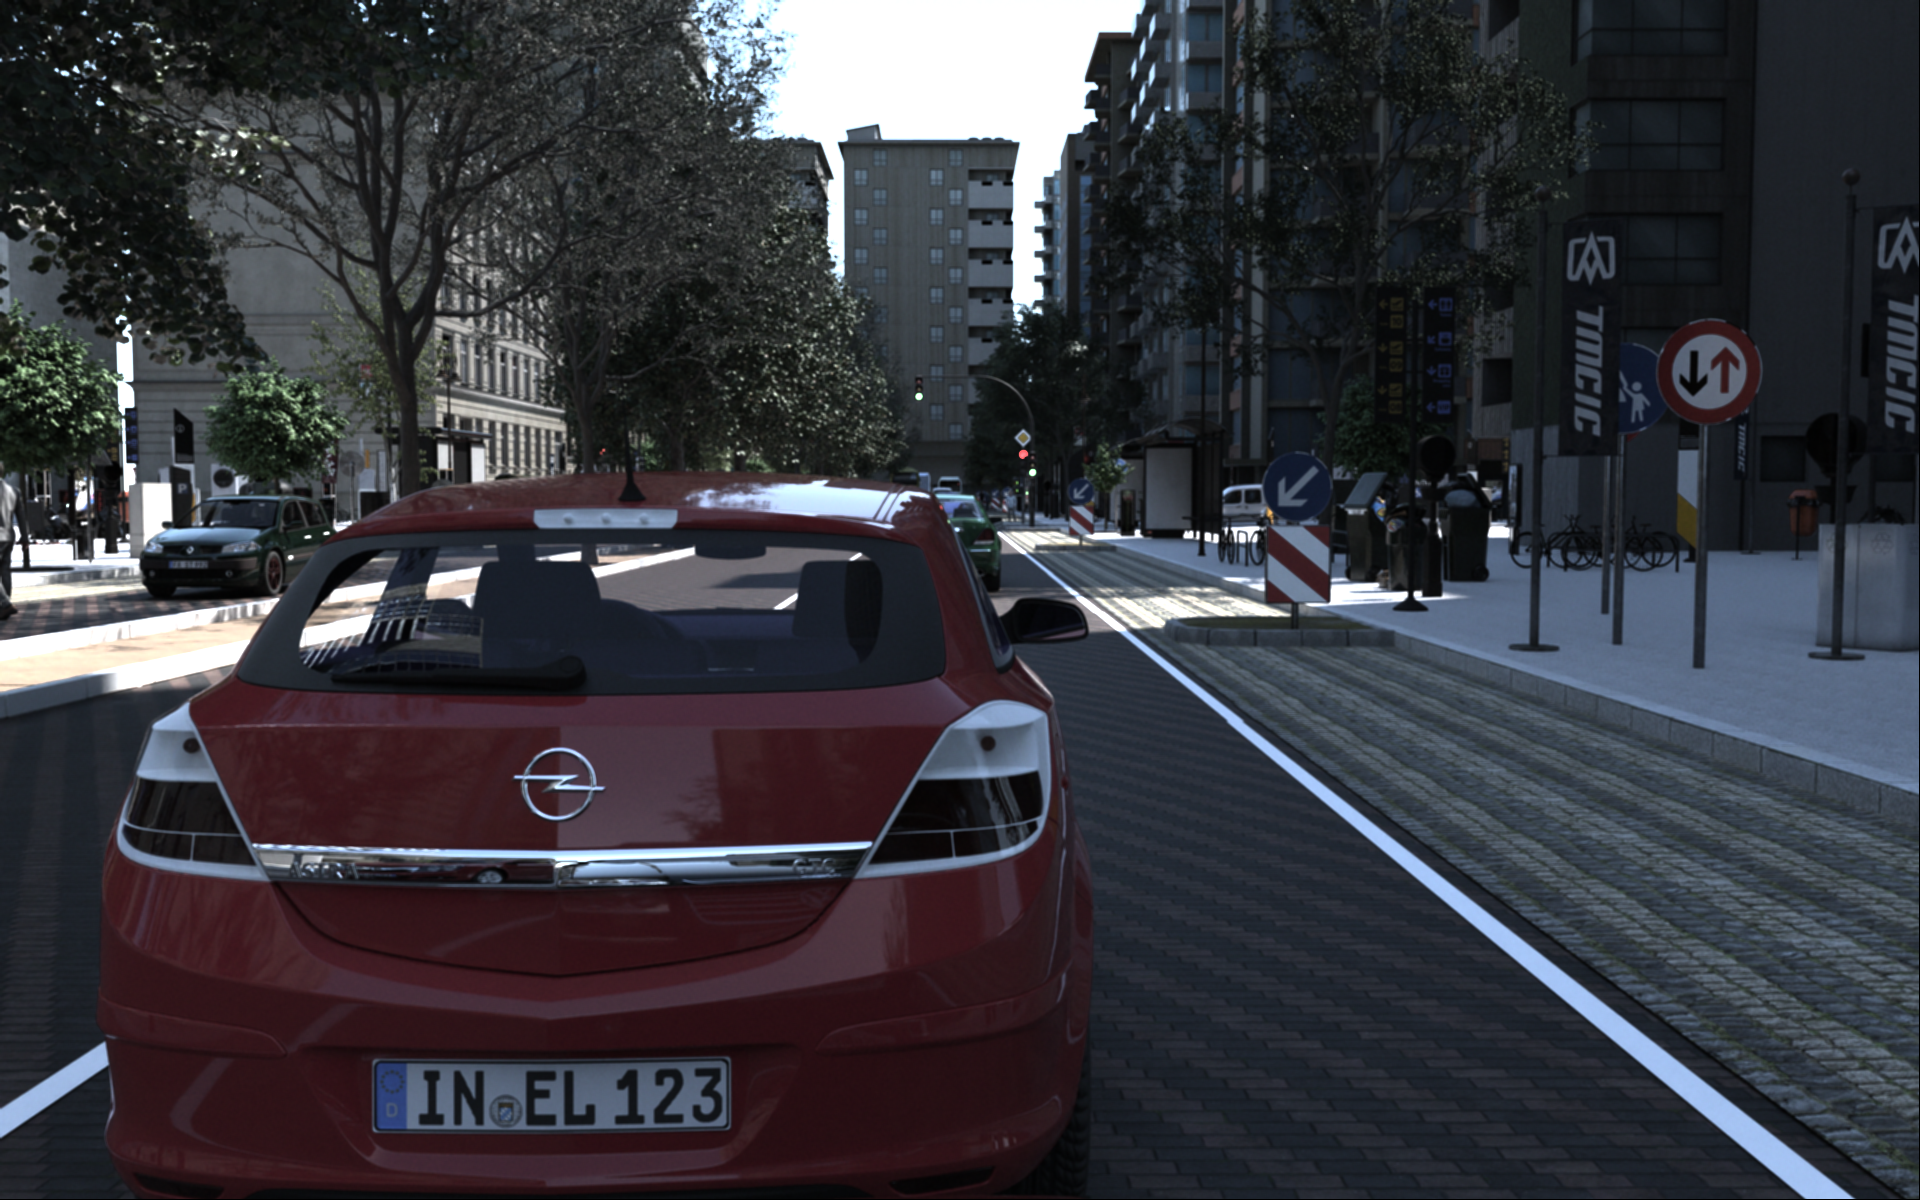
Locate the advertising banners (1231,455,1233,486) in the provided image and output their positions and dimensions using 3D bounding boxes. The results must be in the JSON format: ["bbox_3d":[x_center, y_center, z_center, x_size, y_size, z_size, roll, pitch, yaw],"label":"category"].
[{"bbox_3d":[12.231,-4.977,77.562,0.090,3.025,2.074,1,4,13],"label":"advertising banners"}]

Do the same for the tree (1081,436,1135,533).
[{"bbox_3d":[4.727,-3.850,57.552,1.663,3.219,1.824,0,3,0],"label":"tree"}]

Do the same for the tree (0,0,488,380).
[{"bbox_3d":[-6.993,-6.178,10.126,9.857,13.997,8.962,0,3,0],"label":"tree"}]

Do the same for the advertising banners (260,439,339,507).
[{"bbox_3d":[-16.644,-2.911,43.776,2.074,3.025,0.090,0,4,1],"label":"advertising banners"}]

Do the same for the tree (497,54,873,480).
[{"bbox_3d":[-7.399,-7.687,45.147,9.611,12.733,9.660,0,3,0],"label":"tree"}]

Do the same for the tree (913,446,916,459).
[{"bbox_3d":[-7.976,-12.444,122.927,9.611,12.733,9.660,0,3,0],"label":"tree"}]

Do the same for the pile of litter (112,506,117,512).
[{"bbox_3d":[-32.394,-3.180,65.951,1.176,0.858,1.719,3,5,44],"label":"pile of litter"}]

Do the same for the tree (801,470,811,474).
[{"bbox_3d":[-16.469,-12.955,195.521,4.285,4.588,4.351,0,3,0],"label":"tree"}]

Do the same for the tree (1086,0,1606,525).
[{"bbox_3d":[6.054,-5.775,28.827,8.767,10.594,7.601,1,4,14],"label":"tree"}]

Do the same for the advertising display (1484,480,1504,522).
[{"bbox_3d":[24.823,-4.607,80.544,0.123,1.923,0.974,-3,5,-39],"label":"advertising display"}]

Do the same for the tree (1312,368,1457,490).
[{"bbox_3d":[10.407,-3.598,42.537,4.285,4.588,4.351,0,3,0],"label":"tree"}]

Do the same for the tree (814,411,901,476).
[{"bbox_3d":[-7.696,-10.232,104.158,8.767,10.594,7.601,0,4,0],"label":"tree"}]

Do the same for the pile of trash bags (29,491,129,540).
[{"bbox_3d":[-24.969,-2.459,49.962,1.912,1.369,3.447,1,4,12],"label":"pile of trash bags"}]

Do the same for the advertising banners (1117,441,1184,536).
[{"bbox_3d":[5.847,-3.472,52.959,2.074,3.025,0.090,0,4,-8],"label":"advertising banners"}]

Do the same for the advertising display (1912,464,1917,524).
[{"bbox_3d":[20.722,-1.924,36.676,0.974,1.923,0.123,1,4,14],"label":"advertising display"}]

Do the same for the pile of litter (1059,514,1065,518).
[{"bbox_3d":[6.022,-4.897,94.033,1.176,0.858,1.719,-2,4,-26],"label":"pile of litter"}]

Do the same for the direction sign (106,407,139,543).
[{"bbox_3d":[-21.818,-3.250,45.140,0.876,3.537,0.379,0,4,4],"label":"direction sign"}]

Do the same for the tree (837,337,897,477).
[{"bbox_3d":[-7.774,-11.309,113.109,9.928,11.665,9.643,0,3,0],"label":"tree"}]

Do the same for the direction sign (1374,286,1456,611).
[{"bbox_3d":[4.971,-1.652,19.001,0.876,3.537,0.379,0,4,-2],"label":"direction sign"}]

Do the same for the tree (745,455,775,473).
[{"bbox_3d":[-16.709,-9.633,141.205,4.285,4.588,4.351,0,3,0],"label":"tree"}]

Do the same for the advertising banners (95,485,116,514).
[{"bbox_3d":[-27.766,-3.647,55.809,0.090,3.025,2.074,0,4,8],"label":"advertising banners"}]

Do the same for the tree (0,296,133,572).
[{"bbox_3d":[-15.760,-2.772,29.041,4.285,4.588,4.351,0,3,0],"label":"tree"}]

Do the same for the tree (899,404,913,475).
[{"bbox_3d":[-7.694,-10.761,95.403,9.611,12.733,9.660,0,3,0],"label":"tree"}]

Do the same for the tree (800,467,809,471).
[{"bbox_3d":[-16.289,-13.463,170.477,4.737,8.622,4.395,0,3,0],"label":"tree"}]

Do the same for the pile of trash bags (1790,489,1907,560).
[{"bbox_3d":[17.448,-1.414,32.879,1.912,1.369,3.447,-3,5,-41],"label":"pile of trash bags"}]

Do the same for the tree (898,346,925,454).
[{"bbox_3d":[-7.422,-10.159,78.929,12.009,13.543,11.850,0,3,0],"label":"tree"}]

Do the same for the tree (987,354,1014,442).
[{"bbox_3d":[5.214,-9.034,82.114,8.767,10.594,7.601,1,4,11],"label":"tree"}]

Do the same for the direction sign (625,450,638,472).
[{"bbox_3d":[-16.846,-5.920,88.796,0.876,3.537,0.379,2,4,31],"label":"direction sign"}]

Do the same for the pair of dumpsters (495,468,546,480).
[{"bbox_3d":[-16.126,-3.744,63.708,1.574,2.255,4.437,0,4,0],"label":"pair of dumpsters"}]

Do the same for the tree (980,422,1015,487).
[{"bbox_3d":[4.894,-16.242,183.677,7.486,12.596,7.792,0,3,0],"label":"tree"}]

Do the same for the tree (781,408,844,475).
[{"bbox_3d":[-7.679,-8.287,88.309,4.360,8.622,3.978,0,3,0],"label":"tree"}]

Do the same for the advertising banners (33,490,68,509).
[{"bbox_3d":[-32.860,-4.123,63.604,2.074,3.025,0.090,-2,4,-32],"label":"advertising banners"}]

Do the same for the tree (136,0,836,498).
[{"bbox_3d":[-7.411,-7.425,34.232,12.009,13.543,11.850,0,3,0],"label":"tree"}]

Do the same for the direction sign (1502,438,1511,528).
[{"bbox_3d":[20.876,-4.508,65.710,0.379,3.537,0.876,-2,4,-27],"label":"direction sign"}]

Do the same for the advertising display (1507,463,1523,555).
[{"bbox_3d":[11.759,-1.927,36.719,0.123,1.923,0.974,0,4,7],"label":"advertising display"}]

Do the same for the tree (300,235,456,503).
[{"bbox_3d":[-15.914,-5.979,48.114,4.737,8.622,4.395,0,3,0],"label":"tree"}]

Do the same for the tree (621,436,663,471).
[{"bbox_3d":[-16.793,-6.729,93.740,4.285,4.588,4.351,0,3,0],"label":"tree"}]

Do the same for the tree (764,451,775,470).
[{"bbox_3d":[-16.546,-14.158,149.618,7.486,12.596,7.792,0,3,0],"label":"tree"}]

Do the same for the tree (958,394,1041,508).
[{"bbox_3d":[4.343,-14.980,161.937,9.611,12.733,9.660,0,3,0],"label":"tree"}]

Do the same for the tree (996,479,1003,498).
[{"bbox_3d":[4.187,-14.998,195.583,4.737,8.622,4.395,0,3,0],"label":"tree"}]

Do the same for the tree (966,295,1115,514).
[{"bbox_3d":[5.707,-12.455,110.302,9.857,13.997,8.962,0,3,0],"label":"tree"}]

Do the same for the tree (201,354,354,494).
[{"bbox_3d":[-16.013,-3.476,40.551,4.285,4.588,4.351,0,3,0],"label":"tree"}]

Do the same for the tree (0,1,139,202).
[{"bbox_3d":[-7.056,-6.669,21.872,12.009,13.543,11.850,0,3,0],"label":"tree"}]

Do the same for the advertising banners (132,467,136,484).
[{"bbox_3d":[-53.209,-7.130,112.759,0.090,3.025,2.074,1,4,10],"label":"advertising banners"}]

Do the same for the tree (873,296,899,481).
[{"bbox_3d":[-7.036,-8.304,55.230,9.611,12.733,9.660,0,3,0],"label":"tree"}]

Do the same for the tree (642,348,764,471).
[{"bbox_3d":[-17.296,-11.885,112.449,7.486,12.596,7.792,0,3,0],"label":"tree"}]
